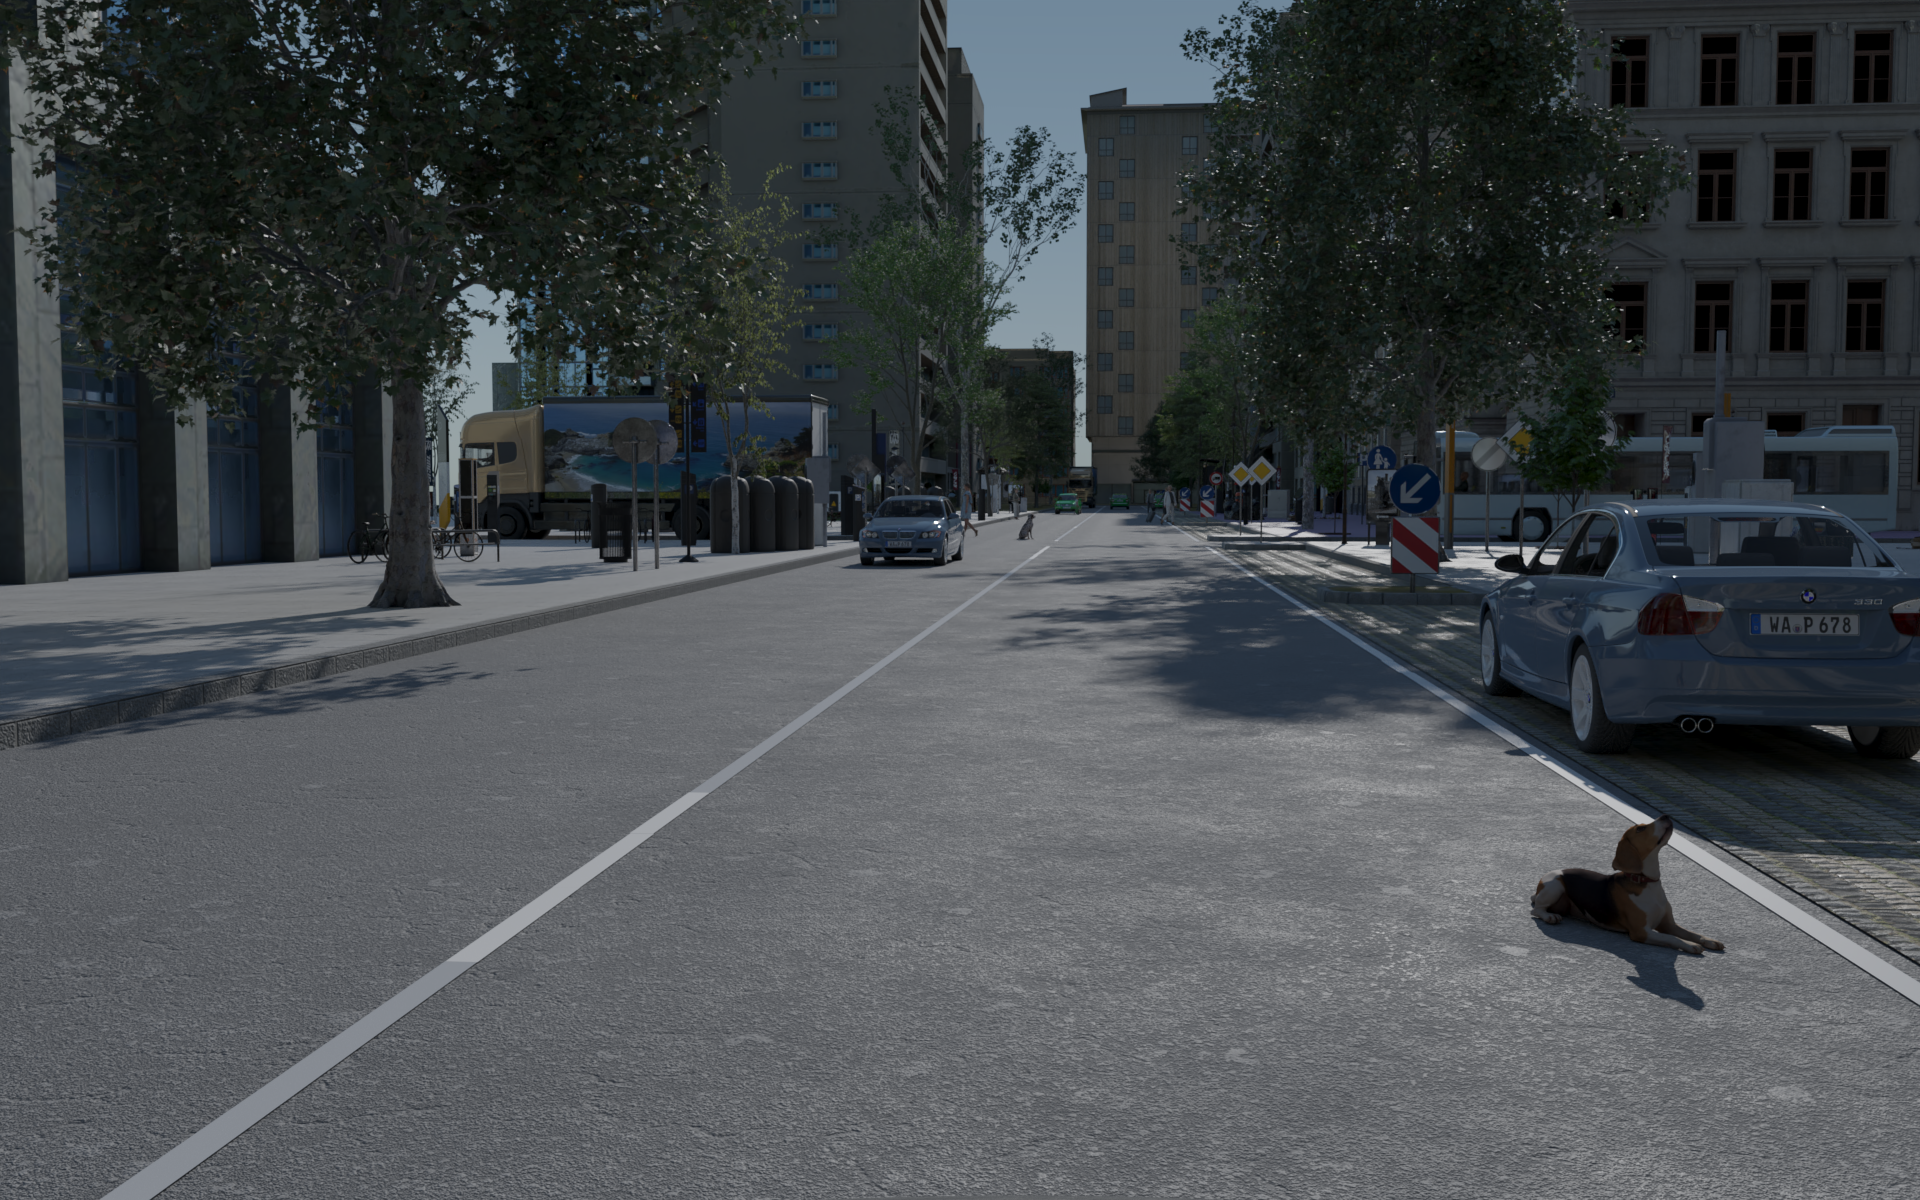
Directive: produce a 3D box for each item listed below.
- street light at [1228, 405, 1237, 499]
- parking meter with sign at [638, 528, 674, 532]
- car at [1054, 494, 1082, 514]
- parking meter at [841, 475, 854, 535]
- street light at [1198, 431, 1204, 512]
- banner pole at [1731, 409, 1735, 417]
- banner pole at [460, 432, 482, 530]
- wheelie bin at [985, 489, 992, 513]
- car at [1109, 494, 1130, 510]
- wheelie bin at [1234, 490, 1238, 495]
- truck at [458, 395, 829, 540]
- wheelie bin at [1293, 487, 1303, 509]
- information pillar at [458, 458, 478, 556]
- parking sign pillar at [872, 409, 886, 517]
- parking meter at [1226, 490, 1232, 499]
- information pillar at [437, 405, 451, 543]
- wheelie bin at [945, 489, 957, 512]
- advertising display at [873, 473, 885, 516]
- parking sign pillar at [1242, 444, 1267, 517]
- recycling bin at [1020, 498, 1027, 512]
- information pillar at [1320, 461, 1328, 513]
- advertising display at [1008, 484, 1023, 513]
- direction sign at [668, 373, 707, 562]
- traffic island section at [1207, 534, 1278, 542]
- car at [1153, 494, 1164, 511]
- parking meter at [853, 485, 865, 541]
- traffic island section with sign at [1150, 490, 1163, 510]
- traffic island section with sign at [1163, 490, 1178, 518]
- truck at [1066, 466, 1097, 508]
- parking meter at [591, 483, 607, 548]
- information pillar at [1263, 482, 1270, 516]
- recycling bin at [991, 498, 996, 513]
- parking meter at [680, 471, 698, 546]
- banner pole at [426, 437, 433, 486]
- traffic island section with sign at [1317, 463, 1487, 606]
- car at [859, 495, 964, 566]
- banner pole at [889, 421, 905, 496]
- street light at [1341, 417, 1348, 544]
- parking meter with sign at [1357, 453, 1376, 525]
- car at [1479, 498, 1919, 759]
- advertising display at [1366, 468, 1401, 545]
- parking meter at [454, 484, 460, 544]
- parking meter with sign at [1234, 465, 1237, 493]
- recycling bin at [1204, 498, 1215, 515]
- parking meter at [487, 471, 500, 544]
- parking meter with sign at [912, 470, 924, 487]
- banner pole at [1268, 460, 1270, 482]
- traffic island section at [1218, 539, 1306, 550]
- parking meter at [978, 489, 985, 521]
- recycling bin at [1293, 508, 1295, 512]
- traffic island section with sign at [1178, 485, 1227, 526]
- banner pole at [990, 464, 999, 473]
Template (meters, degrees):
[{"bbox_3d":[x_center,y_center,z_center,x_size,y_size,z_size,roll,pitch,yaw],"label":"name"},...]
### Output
[{"bbox_3d":[14.224,-7.178,90.153,0.468,5.910,1.993,0,4,5],"label":"street light"},{"bbox_3d":[-10.010,-3.786,58.163,1.738,3.016,0.543,-2,4,-26],"label":"parking meter with sign"},{"bbox_3d":[7.735,-7.030,123.744,1.959,1.807,4.718,0,4,6],"label":"car"},{"bbox_3d":[-3.489,-2.940,53.774,0.255,1.863,0.399,3,5,44],"label":"parking meter"},{"bbox_3d":[17.639,-9.453,127.344,0.468,5.910,1.993,0,4,5],"label":"street light"},{"bbox_3d":[22.537,-3.738,51.133,0.863,3.779,0.401,0,4,1],"label":"banner pole"},{"bbox_3d":[-17.292,-4.366,61.394,0.863,3.779,0.401,-1,4,-12],"label":"banner pole"},{"bbox_3d":[1.701,-6.548,114.965,0.980,1.594,0.693,2,4,35],"label":"wheelie bin"},{"bbox_3d":[14.866,-9.321,161.198,1.959,1.807,4.718,0,4,5],"label":"car"},{"bbox_3d":[20.115,-7.161,124.985,0.693,1.594,0.980,-2,4,-27],"label":"wheelie bin"},{"bbox_3d":[-9.584,-3.777,50.670,11.283,4.237,2.839,0,4,7],"label":"truck"},{"bbox_3d":[16.395,-4.594,83.026,0.693,1.594,0.980,-1,4,-18],"label":"wheelie bin"},{"bbox_3d":[-10.155,-1.913,35.775,0.304,2.012,0.304,0,4,0],"label":"information pillar"},{"bbox_3d":[-2.615,-4.106,55.600,1.447,3.967,1.447,0,4,-2],"label":"parking sign pillar"},{"bbox_3d":[16.179,-5.862,104.261,0.372,1.533,0.369,0,3,0],"label":"parking meter"},{"bbox_3d":[-13.496,-3.298,45.272,0.183,3.616,0.504,-3,5,-43],"label":"information pillar"},{"bbox_3d":[-0.633,-6.724,117.853,0.693,1.594,0.980,-3,5,-39],"label":"wheelie bin"},{"bbox_3d":[-2.518,-2.968,53.742,0.123,1.923,0.974,-1,4,-17],"label":"advertising display"},{"bbox_3d":[16.422,-6.619,96.694,1.447,3.967,1.447,-1,4,-16],"label":"parking sign pillar"},{"bbox_3d":[4.232,-6.653,121.337,0.722,1.027,0.722,-1,4,-22],"label":"recycling bin"},{"bbox_3d":[24.327,-7.606,115.708,0.504,3.616,0.183,2,4,35],"label":"information pillar"},{"bbox_3d":[4.243,-7.598,129.433,0.974,1.923,0.123,-2,4,-28],"label":"advertising display"},{"bbox_3d":[-5.129,-2.486,32.646,0.876,3.537,0.379,2,4,30],"label":"direction sign"},{"bbox_3d":[8.654,-1.898,53.319,2.009,0.180,2.903,0,4,5],"label":"traffic island section"},{"bbox_3d":[17.070,-8.387,145.925,1.959,1.807,4.718,0,4,6],"label":"car"},{"bbox_3d":[-2.723,-2.365,47.076,0.372,1.533,0.369,0,3,0],"label":"parking meter"},{"bbox_3d":[18.173,-8.930,154.629,1.989,1.847,2.006,0,4,5],"label":"traffic island section with sign"},{"bbox_3d":[13.517,-5.901,105.105,1.989,1.847,2.006,0,4,5],"label":"traffic island section with sign"},{"bbox_3d":[12.575,-11.529,177.410,2.839,4.237,11.283,0,4,7],"label":"truck"},{"bbox_3d":[-8.567,-2.000,41.113,0.372,1.533,0.369,0,3,0],"label":"parking meter"},{"bbox_3d":[18.264,-6.041,103.259,0.304,2.012,0.304,-1,4,-10],"label":"information pillar"},{"bbox_3d":[1.976,-6.357,116.491,0.722,1.027,0.722,-1,4,-21],"label":"recycling bin"},{"bbox_3d":[-6.728,-2.283,43.033,0.399,1.863,0.255,-1,4,-16],"label":"parking meter"},{"bbox_3d":[-20.629,-4.704,66.934,0.401,3.779,0.863,1,4,22],"label":"banner pole"},{"bbox_3d":[5.833,-0.887,23.131,1.989,1.847,2.006,0,4,5],"label":"traffic island section with sign"},{"bbox_3d":[-0.950,-1.484,36.269,2.014,1.417,4.499,0,4,7],"label":"car"},{"bbox_3d":[-2.127,-4.249,59.484,0.863,3.779,0.401,-3,5,-40],"label":"banner pole"},{"bbox_3d":[9.864,-4.372,44.268,0.468,5.910,1.993,0,4,5],"label":"street light"},{"bbox_3d":[17.359,-4.663,72.501,0.543,3.016,1.738,-2,4,-24],"label":"parking meter with sign"},{"bbox_3d":[4.427,0.080,10.699,2.014,1.417,4.499,0,4,6],"label":"car"},{"bbox_3d":[10.658,-2.349,43.626,0.123,1.923,0.974,-3,5,-40],"label":"advertising display"},{"bbox_3d":[-12.855,-2.218,44.669,0.372,1.533,0.369,0,3,0],"label":"parking meter"},{"bbox_3d":[17.559,-6.699,105.789,1.738,3.016,0.543,-2,4,-25],"label":"parking meter with sign"},{"bbox_3d":[15.689,-5.874,108.599,0.722,1.027,0.722,0,4,2],"label":"recycling bin"},{"bbox_3d":[-11.858,-2.344,44.028,0.255,1.863,0.399,0,4,-4],"label":"parking meter"},{"bbox_3d":[-2.743,-7.759,123.126,0.543,3.016,1.738,2,4,25],"label":"parking meter with sign"},{"bbox_3d":[22.511,-8.320,126.050,0.401,3.779,0.863,1,4,15],"label":"banner pole"},{"bbox_3d":[7.908,-1.412,45.369,2.009,0.180,2.903,0,4,5],"label":"traffic island section"},{"bbox_3d":[1.044,-4.604,83.692,0.372,1.533,0.369,0,3,0],"label":"parking meter"},{"bbox_3d":[24.465,-6.880,125.042,0.722,1.027,0.722,1,4,15],"label":"recycling bin"},{"bbox_3d":[10.957,-4.231,77.810,1.989,1.847,2.006,0,4,5],"label":"traffic island section with sign"},{"bbox_3d":[2.612,-8.446,128.114,0.863,3.779,0.401,1,4,21],"label":"banner pole"}]
